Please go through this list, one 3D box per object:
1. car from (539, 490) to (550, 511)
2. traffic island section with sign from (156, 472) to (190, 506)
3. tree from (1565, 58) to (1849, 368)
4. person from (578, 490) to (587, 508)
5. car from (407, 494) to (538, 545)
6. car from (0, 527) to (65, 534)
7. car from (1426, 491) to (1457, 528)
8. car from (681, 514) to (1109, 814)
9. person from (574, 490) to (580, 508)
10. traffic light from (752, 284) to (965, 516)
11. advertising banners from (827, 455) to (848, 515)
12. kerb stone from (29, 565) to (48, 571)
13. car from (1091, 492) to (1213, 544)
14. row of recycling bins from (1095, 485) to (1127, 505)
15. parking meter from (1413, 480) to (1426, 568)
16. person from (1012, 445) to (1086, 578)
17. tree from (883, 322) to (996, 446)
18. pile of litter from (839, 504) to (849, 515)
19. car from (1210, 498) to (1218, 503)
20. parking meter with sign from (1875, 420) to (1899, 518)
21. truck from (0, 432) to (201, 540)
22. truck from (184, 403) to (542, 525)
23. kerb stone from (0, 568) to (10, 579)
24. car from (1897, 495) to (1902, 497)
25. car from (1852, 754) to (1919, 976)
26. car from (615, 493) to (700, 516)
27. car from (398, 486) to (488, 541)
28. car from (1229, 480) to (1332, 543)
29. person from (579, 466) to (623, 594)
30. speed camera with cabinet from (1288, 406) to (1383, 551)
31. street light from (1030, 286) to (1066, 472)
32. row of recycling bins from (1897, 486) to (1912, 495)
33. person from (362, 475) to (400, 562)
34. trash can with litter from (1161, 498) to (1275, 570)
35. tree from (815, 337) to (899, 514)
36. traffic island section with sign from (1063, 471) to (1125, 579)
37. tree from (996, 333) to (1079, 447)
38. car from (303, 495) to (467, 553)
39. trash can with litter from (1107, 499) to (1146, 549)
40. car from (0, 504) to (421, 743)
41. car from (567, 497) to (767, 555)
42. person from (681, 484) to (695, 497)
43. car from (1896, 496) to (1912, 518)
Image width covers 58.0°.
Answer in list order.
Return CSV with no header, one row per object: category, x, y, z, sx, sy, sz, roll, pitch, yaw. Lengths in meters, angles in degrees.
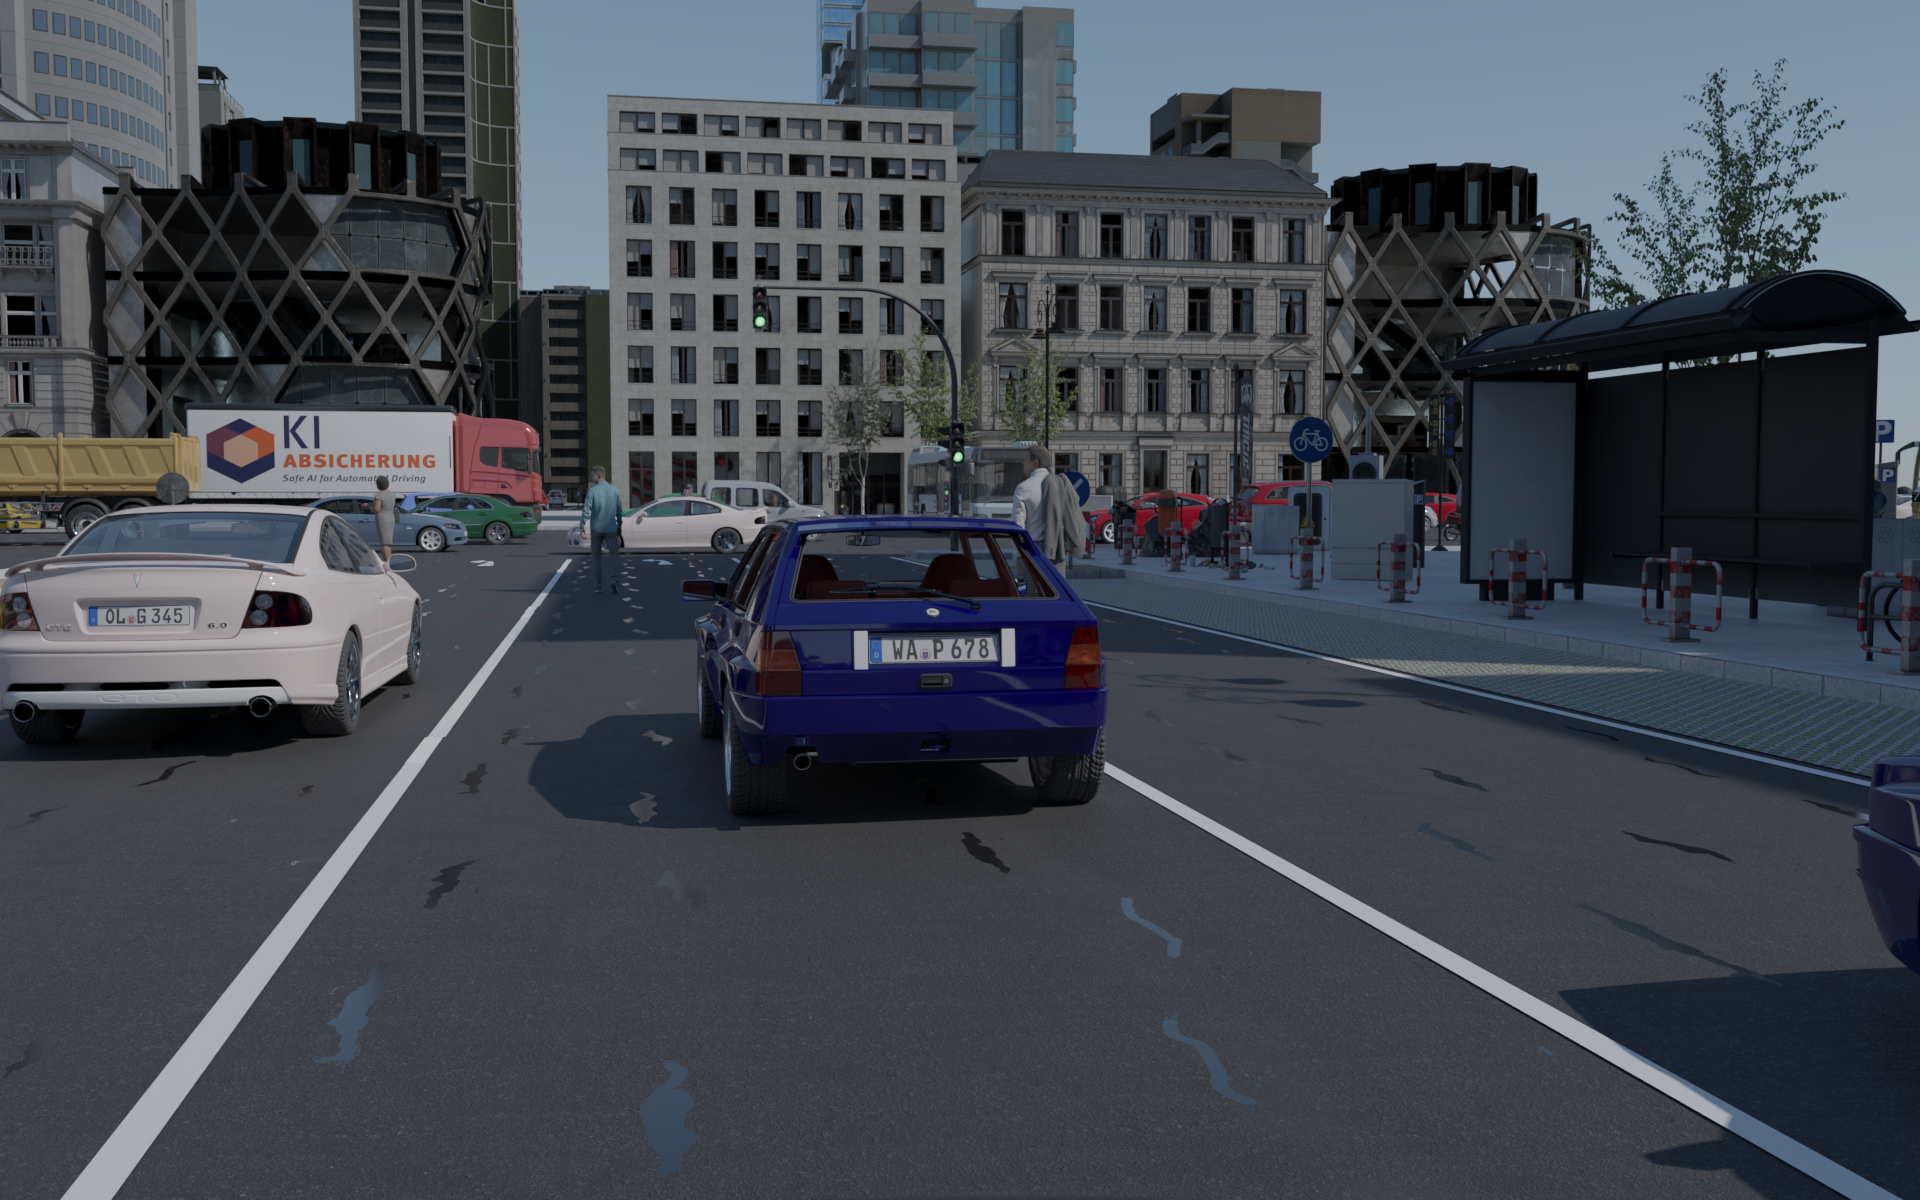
car,-34.810,-8.152,141.953,2.281,1.827,5.304,-1,4,-12
traffic island section with sign,-16.450,-1.697,35.876,2.006,1.907,1.989,-1,4,-11
tree,12.936,-4.853,29.708,4.737,8.622,4.395,0,3,0
person,-37.654,-10.102,173.294,1.348,1.869,0.705,1,4,20
car,-14.523,-2.288,49.214,4.920,1.459,2.131,-1,4,-13
car,-33.278,-3.116,63.307,4.827,1.381,2.083,-1,4,-9
car,19.634,-4.007,74.554,4.494,1.783,2.155,-1,4,-9
car,-0.475,0.206,9.212,1.945,1.354,3.894,-1,4,-11
person,-38.922,-10.242,175.833,0.599,1.838,0.709,-2,4,-24
traffic light,-2.186,-3.884,38.177,4.771,5.953,1.251,-1,4,-11
advertising banners,-5.506,-4.977,77.556,0.090,3.025,2.074,-2,4,-29
kerb stone,-16.536,-0.533,30.911,0.120,0.150,1.000,-1,4,-11
car,5.528,-2.548,50.702,4.494,1.783,2.155,-1,4,-9
row of recycling bins,7.329,-4.664,83.371,1.069,1.692,3.534,1,4,19
parking meter,7.911,-1.330,30.164,0.372,1.533,0.369,0,3,0
person,0.718,-0.334,14.067,0.679,1.850,0.850,-2,4,-28
tree,-1.112,-7.617,74.901,4.737,8.622,4.395,0,3,0
pile of litter,-4.767,-3.710,74.628,1.176,0.858,1.719,0,4,-4
car,9.555,-3.453,68.823,4.827,1.381,2.083,-1,4,-11
parking meter with sign,21.279,-2.667,39.865,0.543,3.016,1.738,1,4,21
truck,-26.762,-3.220,48.571,9.791,3.379,3.469,-1,4,-12
truck,-18.523,-4.075,55.548,11.283,4.237,2.839,-1,4,-13
kerb stone,-16.341,-0.469,29.892,0.120,0.150,1.000,-1,4,-11
car,38.229,-3.725,71.128,3.980,1.641,2.015,-1,4,-10
car,3.517,0.585,3.012,1.945,1.354,3.894,-1,4,-12
car,-9.515,-3.012,58.041,4.718,1.807,1.959,-1,4,-10
car,-15.004,-2.565,51.531,3.694,1.707,1.945,-1,4,-13
car,10.199,-2.483,49.269,5.304,1.827,2.281,-1,4,-12
person,-5.182,-1.023,25.081,0.638,1.841,0.748,-1,4,-17
speed camera with cabinet,8.509,-2.747,39.253,2.038,3.252,0.660,1,4,22
street light,1.944,-4.028,38.652,0.468,5.910,1.993,-1,4,-11
row of recycling bins,48.411,-5.137,91.099,3.534,1.692,1.069,0,4,-8
person,-10.693,-1.422,32.107,0.532,1.782,0.716,1,4,19
trash can with litter,4.637,-1.169,30.178,1.678,1.210,2.233,-1,4,-22
tree,-4.656,-8.022,81.524,4.360,8.622,3.978,0,3,0
traffic island section with sign,1.635,-1.306,29.975,1.989,1.847,2.006,-1,4,-11
tree,3.369,-7.724,76.655,4.737,8.622,4.395,0,3,0
car,-14.534,-1.889,42.885,4.499,1.417,2.014,-1,4,-9
trash can with litter,4.005,-1.773,40.383,1.055,1.170,0.624,-2,4,-24
car,-4.753,0.054,11.474,2.083,1.381,4.827,-1,4,-10
car,-7.030,-1.803,41.834,4.827,1.381,2.083,-1,4,-11
person,-8.696,-2.831,55.449,0.551,1.740,0.621,1,4,12
car,34.107,-2.984,61.150,4.827,1.381,2.083,-1,4,-11
